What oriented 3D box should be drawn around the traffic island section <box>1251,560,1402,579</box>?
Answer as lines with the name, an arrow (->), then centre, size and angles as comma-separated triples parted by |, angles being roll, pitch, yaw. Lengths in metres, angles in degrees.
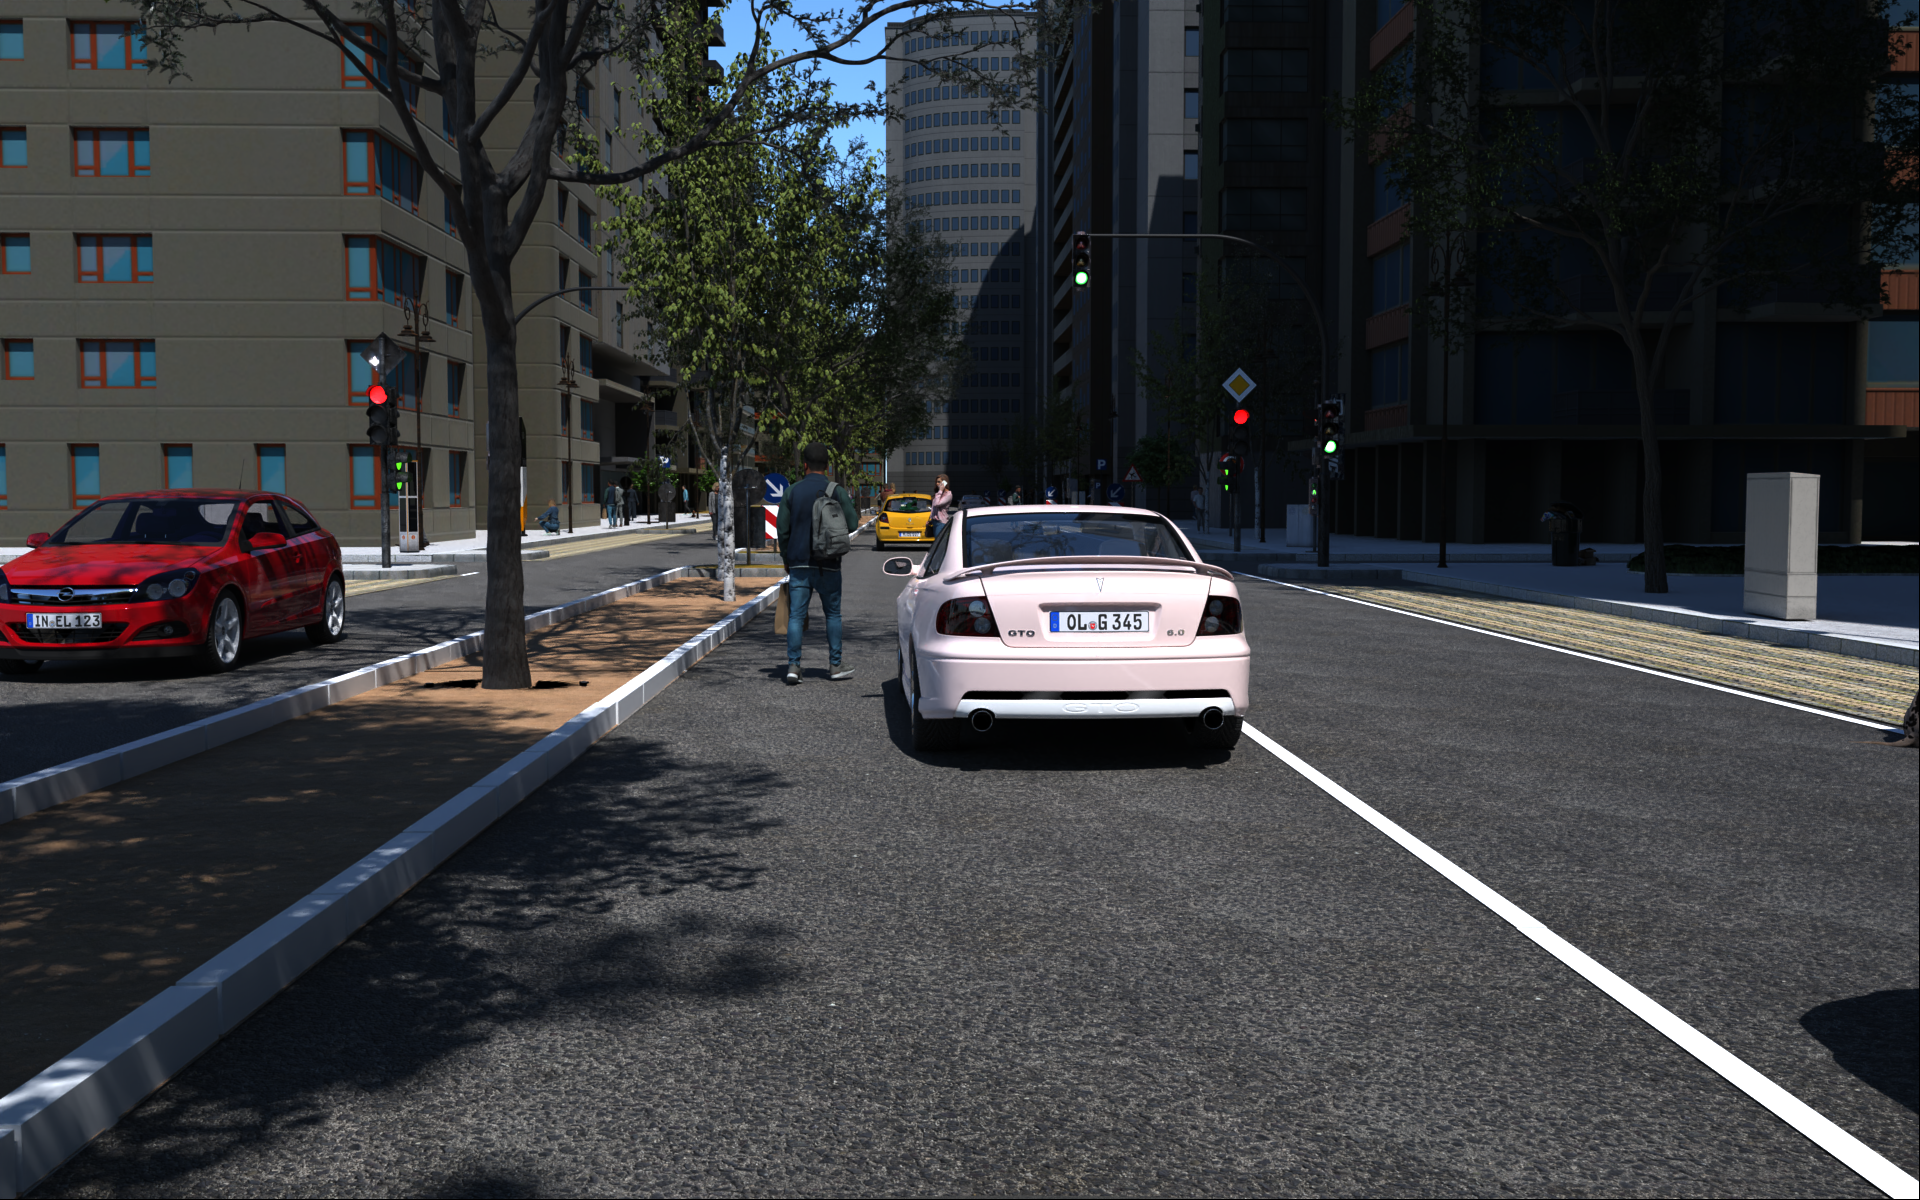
traffic island section -> 6.432, -0.510, 30.621 | 2.009, 0.180, 2.903 | 0, 4, -2

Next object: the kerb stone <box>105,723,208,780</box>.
kerb stone -> -4.229, 0.801, 9.099 | 0.120, 0.150, 1.000 | 0, 4, -2

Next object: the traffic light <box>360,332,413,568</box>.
traffic light -> -9.963, -2.514, 30.018 | 0.839, 4.253, 0.868 | 0, 4, -2

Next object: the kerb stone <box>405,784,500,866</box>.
kerb stone -> -2.078, 0.925, 7.101 | 0.120, 0.150, 1.000 | 0, 4, -2

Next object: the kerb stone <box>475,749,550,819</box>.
kerb stone -> -2.102, 0.861, 8.122 | 0.120, 0.150, 1.000 | 0, 4, -2

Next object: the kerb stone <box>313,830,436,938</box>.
kerb stone -> -2.046, 0.988, 6.075 | 0.120, 0.150, 1.000 | 0, 4, -2

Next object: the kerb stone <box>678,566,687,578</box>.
kerb stone -> -4.829, -0.452, 29.586 | 0.120, 0.150, 1.000 | 0, 4, -2

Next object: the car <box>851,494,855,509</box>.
car -> -10.979, -9.575, 168.355 | 2.131, 1.459, 4.920 | 0, 4, -1

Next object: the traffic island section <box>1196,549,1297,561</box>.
traffic island section -> 6.201, -0.998, 38.602 | 2.009, 0.180, 2.903 | 0, 4, -2

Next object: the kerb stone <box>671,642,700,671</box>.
kerb stone -> -2.288, 0.484, 14.279 | 0.120, 0.150, 1.000 | 0, 4, -2

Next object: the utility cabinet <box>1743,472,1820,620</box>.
utility cabinet -> 8.524, -0.568, 17.969 | 0.318, 1.500, 1.173 | 0, 4, 5

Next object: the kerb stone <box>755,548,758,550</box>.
kerb stone -> -5.229, -1.297, 43.436 | 0.120, 0.150, 1.000 | 0, 4, -2

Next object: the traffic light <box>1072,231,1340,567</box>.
traffic light -> 4.303, -3.403, 30.304 | 4.771, 5.953, 1.251 | 0, 4, -2

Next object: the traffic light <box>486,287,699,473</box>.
traffic light -> -8.105, -3.879, 38.095 | 4.771, 5.953, 1.251 | 0, 4, -2

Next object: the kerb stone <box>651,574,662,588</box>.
kerb stone -> -4.732, -0.264, 26.517 | 0.120, 0.150, 1.000 | 0, 4, -2

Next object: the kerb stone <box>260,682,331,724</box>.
kerb stone -> -4.298, 0.675, 11.155 | 0.120, 0.150, 1.000 | 0, 4, -2

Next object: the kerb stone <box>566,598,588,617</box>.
kerb stone -> -4.563, 0.112, 20.365 | 0.120, 0.150, 1.000 | 0, 4, -2

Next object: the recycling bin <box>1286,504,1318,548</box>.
recycling bin -> 8.402, -1.801, 41.996 | 0.722, 1.027, 0.722 | 3, 5, 42

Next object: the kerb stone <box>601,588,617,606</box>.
kerb stone -> -4.614, -0.014, 22.420 | 0.120, 0.150, 1.000 | 0, 4, -2

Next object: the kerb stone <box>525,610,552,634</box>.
kerb stone -> -4.506, 0.237, 18.316 | 0.120, 0.150, 1.000 | 0, 4, -2

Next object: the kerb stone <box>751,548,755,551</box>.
kerb stone -> -5.193, -1.235, 42.414 | 0.120, 0.150, 1.000 | 0, 4, -2

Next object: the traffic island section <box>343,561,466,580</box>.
traffic island section -> -10.003, -0.481, 30.152 | 2.009, 0.180, 2.903 | 0, 4, -2

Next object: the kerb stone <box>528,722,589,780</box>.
kerb stone -> -2.128, 0.798, 9.144 | 0.120, 0.150, 1.000 | 0, 4, -2

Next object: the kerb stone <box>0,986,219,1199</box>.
kerb stone -> -1.983, 1.112, 4.023 | 0.120, 0.150, 1.000 | 0, 4, -2

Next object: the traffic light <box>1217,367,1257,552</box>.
traffic light -> 6.160, -3.032, 38.487 | 0.839, 4.253, 0.868 | 0, 4, -2

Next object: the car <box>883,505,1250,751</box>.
car -> 0.560, 0.078, 11.079 | 2.083, 1.381, 4.827 | 0, 4, -4

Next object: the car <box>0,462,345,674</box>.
car -> -6.820, -0.374, 15.150 | 2.155, 1.783, 4.494 | 0, 4, -3

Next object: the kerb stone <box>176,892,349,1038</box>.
kerb stone -> -2.014, 1.049, 5.052 | 0.120, 0.150, 1.000 | 0, 4, -2

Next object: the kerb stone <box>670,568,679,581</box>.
kerb stone -> -4.797, -0.389, 28.560 | 0.120, 0.150, 1.000 | 0, 4, -2

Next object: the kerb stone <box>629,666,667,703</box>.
kerb stone -> -2.217, 0.609, 12.232 | 0.120, 0.150, 1.000 | 0, 4, -2

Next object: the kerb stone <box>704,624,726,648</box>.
kerb stone -> -2.343, 0.363, 16.327 | 0.120, 0.150, 1.000 | 0, 4, -2

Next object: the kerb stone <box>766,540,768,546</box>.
kerb stone -> -5.317, -1.483, 46.524 | 0.120, 0.150, 1.000 | 0, 4, -2

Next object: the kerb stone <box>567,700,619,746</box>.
kerb stone -> -2.166, 0.735, 10.173 | 0.120, 0.150, 1.000 | 0, 4, -2

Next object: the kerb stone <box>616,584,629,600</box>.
kerb stone -> -4.652, -0.077, 23.450 | 0.120, 0.150, 1.000 | 0, 4, -2

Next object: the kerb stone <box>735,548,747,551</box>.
kerb stone -> -5.140, -1.111, 40.354 | 0.120, 0.150, 1.000 | 0, 4, -2

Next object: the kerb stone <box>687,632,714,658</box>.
kerb stone -> -2.318, 0.421, 15.305 | 0.120, 0.150, 1.000 | 0, 4, -2

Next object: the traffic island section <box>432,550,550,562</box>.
traffic island section -> -10.234, -0.970, 38.134 | 2.009, 0.180, 2.903 | 0, 4, -2

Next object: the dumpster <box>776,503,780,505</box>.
dumpster -> -12.745, -7.290, 127.404 | 1.865, 1.857, 1.264 | 0, 4, -2

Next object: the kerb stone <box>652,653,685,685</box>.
kerb stone -> -2.250, 0.547, 13.253 | 0.120, 0.150, 1.000 | 0, 4, -2

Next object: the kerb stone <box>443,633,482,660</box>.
kerb stone -> -4.414, 0.425, 15.249 | 0.120, 0.150, 1.000 | 0, 4, -2

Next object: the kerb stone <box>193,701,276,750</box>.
kerb stone -> -4.259, 0.738, 10.126 | 0.120, 0.150, 1.000 | 0, 4, -2

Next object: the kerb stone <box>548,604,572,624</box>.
kerb stone -> -4.523, 0.174, 19.343 | 0.120, 0.150, 1.000 | 0, 4, -2

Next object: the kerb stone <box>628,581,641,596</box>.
kerb stone -> -4.676, -0.138, 24.474 | 0.120, 0.150, 1.000 | 0, 4, -2

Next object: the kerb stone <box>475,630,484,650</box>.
kerb stone -> -4.439, 0.362, 16.271 | 0.120, 0.150, 1.000 | 0, 4, -2

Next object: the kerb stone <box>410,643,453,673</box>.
kerb stone -> -4.380, 0.490, 14.228 | 0.120, 0.150, 1.000 | 0, 4, -2

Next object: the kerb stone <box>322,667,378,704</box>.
kerb stone -> -4.326, 0.617, 12.176 | 0.120, 0.150, 1.000 | 0, 4, -2

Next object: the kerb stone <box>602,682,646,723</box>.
kerb stone -> -2.185, 0.673, 11.195 | 0.120, 0.150, 1.000 | 0, 4, -2

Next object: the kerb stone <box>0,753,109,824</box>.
kerb stone -> -4.205, 0.864, 8.077 | 0.120, 0.150, 1.000 | 0, 4, -2

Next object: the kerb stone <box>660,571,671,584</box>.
kerb stone -> -4.766, -0.327, 27.538 | 0.120, 0.150, 1.000 | 0, 4, -2

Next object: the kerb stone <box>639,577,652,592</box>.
kerb stone -> -4.701, -0.202, 25.496 | 0.120, 0.150, 1.000 | 0, 4, -2

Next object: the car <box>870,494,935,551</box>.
car -> -1.329, -2.119, 44.865 | 2.015, 1.641, 3.980 | 0, 4, -2

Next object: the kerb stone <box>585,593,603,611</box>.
kerb stone -> -4.586, 0.049, 21.393 | 0.120, 0.150, 1.000 | 0, 4, -2

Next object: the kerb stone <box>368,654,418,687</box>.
kerb stone -> -4.355, 0.550, 13.200 | 0.120, 0.150, 1.000 | 0, 4, -2

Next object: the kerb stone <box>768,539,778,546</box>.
kerb stone -> -5.398, -1.677, 49.607 | 0.120, 0.150, 1.000 | 0, 4, -2

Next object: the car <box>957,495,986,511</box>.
car -> 0.857, -6.854, 124.422 | 2.083, 1.381, 4.827 | 0, 4, -2
